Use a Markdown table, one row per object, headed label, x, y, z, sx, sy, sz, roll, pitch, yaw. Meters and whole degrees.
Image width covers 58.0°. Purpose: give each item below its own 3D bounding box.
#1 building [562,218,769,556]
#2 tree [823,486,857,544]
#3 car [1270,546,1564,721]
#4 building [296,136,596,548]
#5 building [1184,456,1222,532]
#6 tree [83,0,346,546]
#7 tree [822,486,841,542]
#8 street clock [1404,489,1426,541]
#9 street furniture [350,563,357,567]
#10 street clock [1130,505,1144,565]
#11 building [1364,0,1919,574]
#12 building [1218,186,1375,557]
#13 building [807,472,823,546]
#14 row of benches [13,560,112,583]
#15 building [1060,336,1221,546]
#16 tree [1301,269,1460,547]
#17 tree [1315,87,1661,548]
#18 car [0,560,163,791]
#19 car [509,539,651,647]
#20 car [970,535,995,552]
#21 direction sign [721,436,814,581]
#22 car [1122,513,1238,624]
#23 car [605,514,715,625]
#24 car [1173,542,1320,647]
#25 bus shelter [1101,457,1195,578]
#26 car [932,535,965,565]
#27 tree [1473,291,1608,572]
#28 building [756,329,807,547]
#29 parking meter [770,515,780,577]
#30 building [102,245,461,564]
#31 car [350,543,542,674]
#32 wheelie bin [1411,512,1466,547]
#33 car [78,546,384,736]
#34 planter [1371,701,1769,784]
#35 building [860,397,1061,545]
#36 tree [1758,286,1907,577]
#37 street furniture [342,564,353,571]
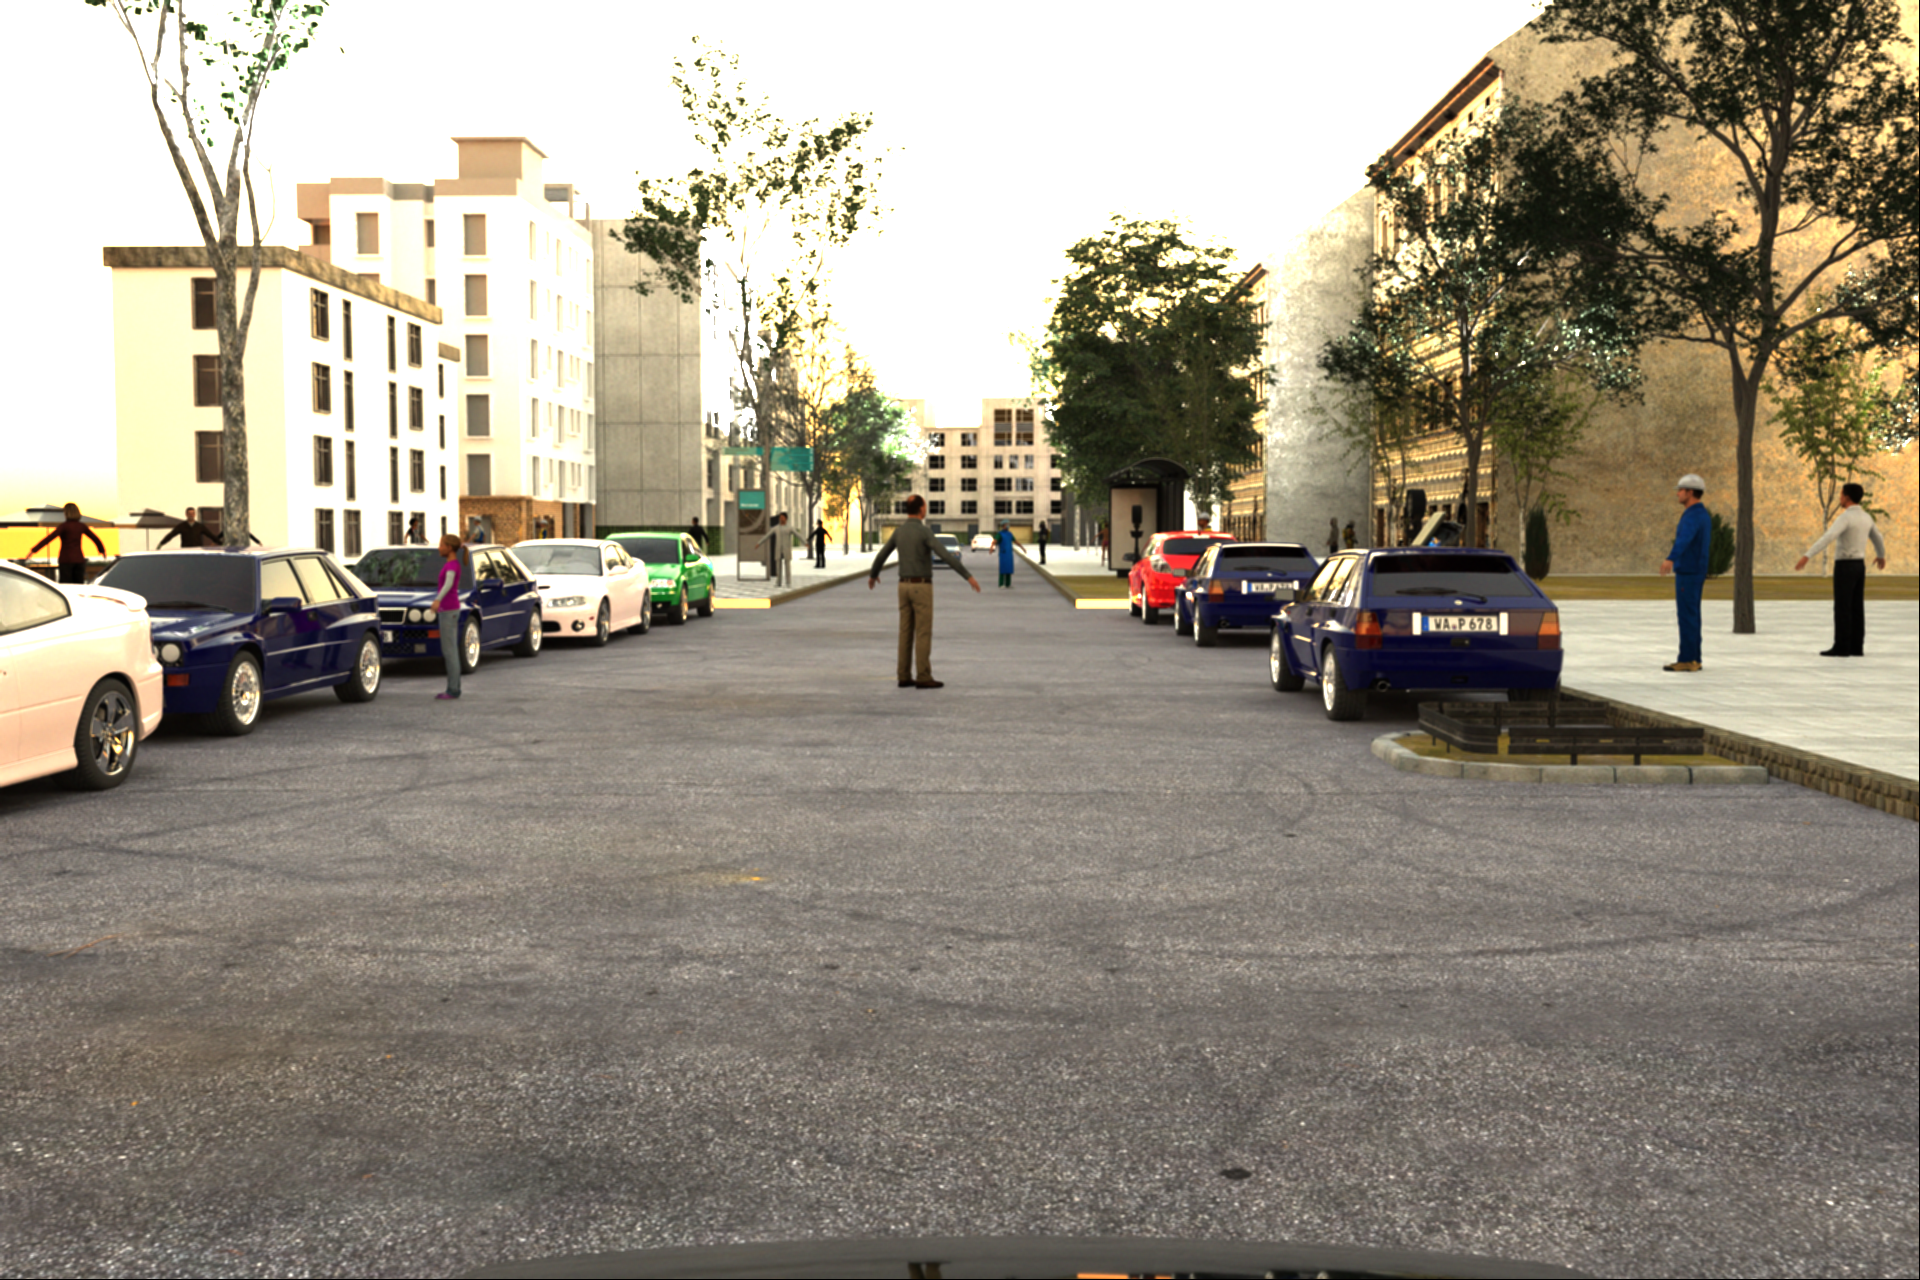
| label | x | y | z | sx | sy | sz | roll | pitch | yaw |
| --- | --- | --- | --- | --- | --- | --- | --- | --- | --- |
| building | -22.731 | -15.083 | 113.068 | 16.747 | 18.905 | 31.486 | 0 | 4 | 1 |
| tree | -15.817 | -16.979 | 227.965 | 4.737 | 8.622 | 4.395 | 0 | 3 | 0 |
| car | 3.708 | -0.125 | 14.617 | 1.945 | 1.354 | 3.894 | 0 | 4 | 1 |
| building | -25.630 | -13.907 | 83.803 | 16.016 | 20.090 | 11.380 | 0 | 4 | 2 |
| building | 25.016 | -13.327 | 160.038 | 9.099 | 9.664 | 28.070 | 0 | 4 | 1 |
| tree | -12.911 | -10.444 | 26.645 | 12.611 | 20.169 | 13.585 | 0 | 3 | 0 |
| tree | -17.369 | -17.232 | 232.109 | 4.737 | 8.622 | 4.395 | 0 | 3 | 0 |
| street clock | 7.359 | -1.434 | 28.010 | 0.358 | 2.002 | 0.471 | 0 | 4 | 1 |
| street furniture | -12.618 | -2.074 | 49.529 | 10.072 | 0.657 | 5.734 | 0 | 4 | -1 |
| street clock | 4.417 | -2.368 | 43.286 | 0.358 | 2.002 | 0.471 | 0 | 4 | 2 |
| building | 26.415 | -14.216 | 63.358 | 19.493 | 23.208 | 18.063 | 0 | 4 | 1 |
| building | 26.344 | -16.752 | 104.827 | 19.493 | 23.208 | 18.063 | 0 | 4 | 1 |
| building | -19.927 | -15.508 | 195.705 | 9.099 | 9.664 | 28.070 | 0 | 4 | 2 |
| row of benches | -21.969 | -1.562 | 41.006 | 4.104 | 0.672 | 1.422 | -1 | 4 | -15 |
| building | 25.187 | -21.452 | 194.715 | 27.936 | 21.610 | 32.646 | 0 | 4 | 1 |
| tree | 12.054 | -5.925 | 47.241 | 4.360 | 8.622 | 3.978 | 0 | 3 | 0 |
| tree | 10.857 | -6.191 | 35.635 | 7.601 | 10.594 | 8.767 | -1 | 4 | -22 |
| car | -5.710 | 0.241 | 8.421 | 2.083 | 1.381 | 4.827 | 0 | 4 | 1 |
| car | -5.424 | -0.683 | 23.528 | 2.083 | 1.381 | 4.827 | 0 | 4 | 1 |
| car | 1.869 | -7.806 | 139.985 | 2.083 | 1.381 | 4.827 | 0 | 4 | 0 |
| direction sign | -5.249 | -3.625 | 48.024 | 2.525 | 3.948 | 1.411 | 0 | 4 | 2 |
| car | 3.828 | -1.217 | 28.936 | 2.155 | 1.783 | 4.494 | 0 | 4 | 1 |
| car | -5.202 | -1.219 | 28.732 | 1.959 | 1.807 | 4.718 | 0 | 4 | 1 |
| car | 3.889 | -0.658 | 23.337 | 1.945 | 1.354 | 3.894 | 0 | 4 | 1 |
| bus shelter | 5.164 | -3.329 | 48.351 | 2.014 | 3.302 | 5.546 | 0 | 4 | 0 |
| car | -0.795 | -3.735 | 73.074 | 2.014 | 1.417 | 4.499 | 0 | 4 | 1 |
| tree | 17.005 | -6.211 | 51.909 | 4.737 | 8.622 | 4.395 | 0 | 3 | 0 |
| building | -24.474 | -18.290 | 165.501 | 16.747 | 18.905 | 31.486 | 0 | 4 | 0 |
| parking meter | -5.639 | -2.844 | 52.206 | 0.399 | 1.863 | 0.255 | 0 | 4 | 1 |
| building | -23.767 | -7.491 | 64.618 | 9.099 | 9.664 | 28.070 | 0 | 4 | 1 |
| car | -5.813 | -0.387 | 18.913 | 1.945 | 1.354 | 3.894 | 0 | 4 | 1 |
| wheelie bin | 6.816 | -1.026 | 24.686 | 0.693 | 1.594 | 0.980 | 0 | 4 | 2 |
| car | -5.908 | -0.057 | 13.517 | 1.945 | 1.354 | 3.894 | 0 | 4 | 1 |
| planter | 3.677 | 0.624 | 10.946 | 1.991 | 0.319 | 1.994 | 0 | 4 | 2 |
| building | 3.733 | -22.124 | 230.645 | 31.486 | 18.905 | 16.747 | 0 | 4 | 7 |
| tree | 25.596 | -6.151 | 50.931 | 4.737 | 8.622 | 4.395 | 0 | 3 | 0 |
| street furniture | -13.225 | -1.531 | 40.666 | 5.734 | 0.657 | 10.072 | 3 | 4 | 38 |
